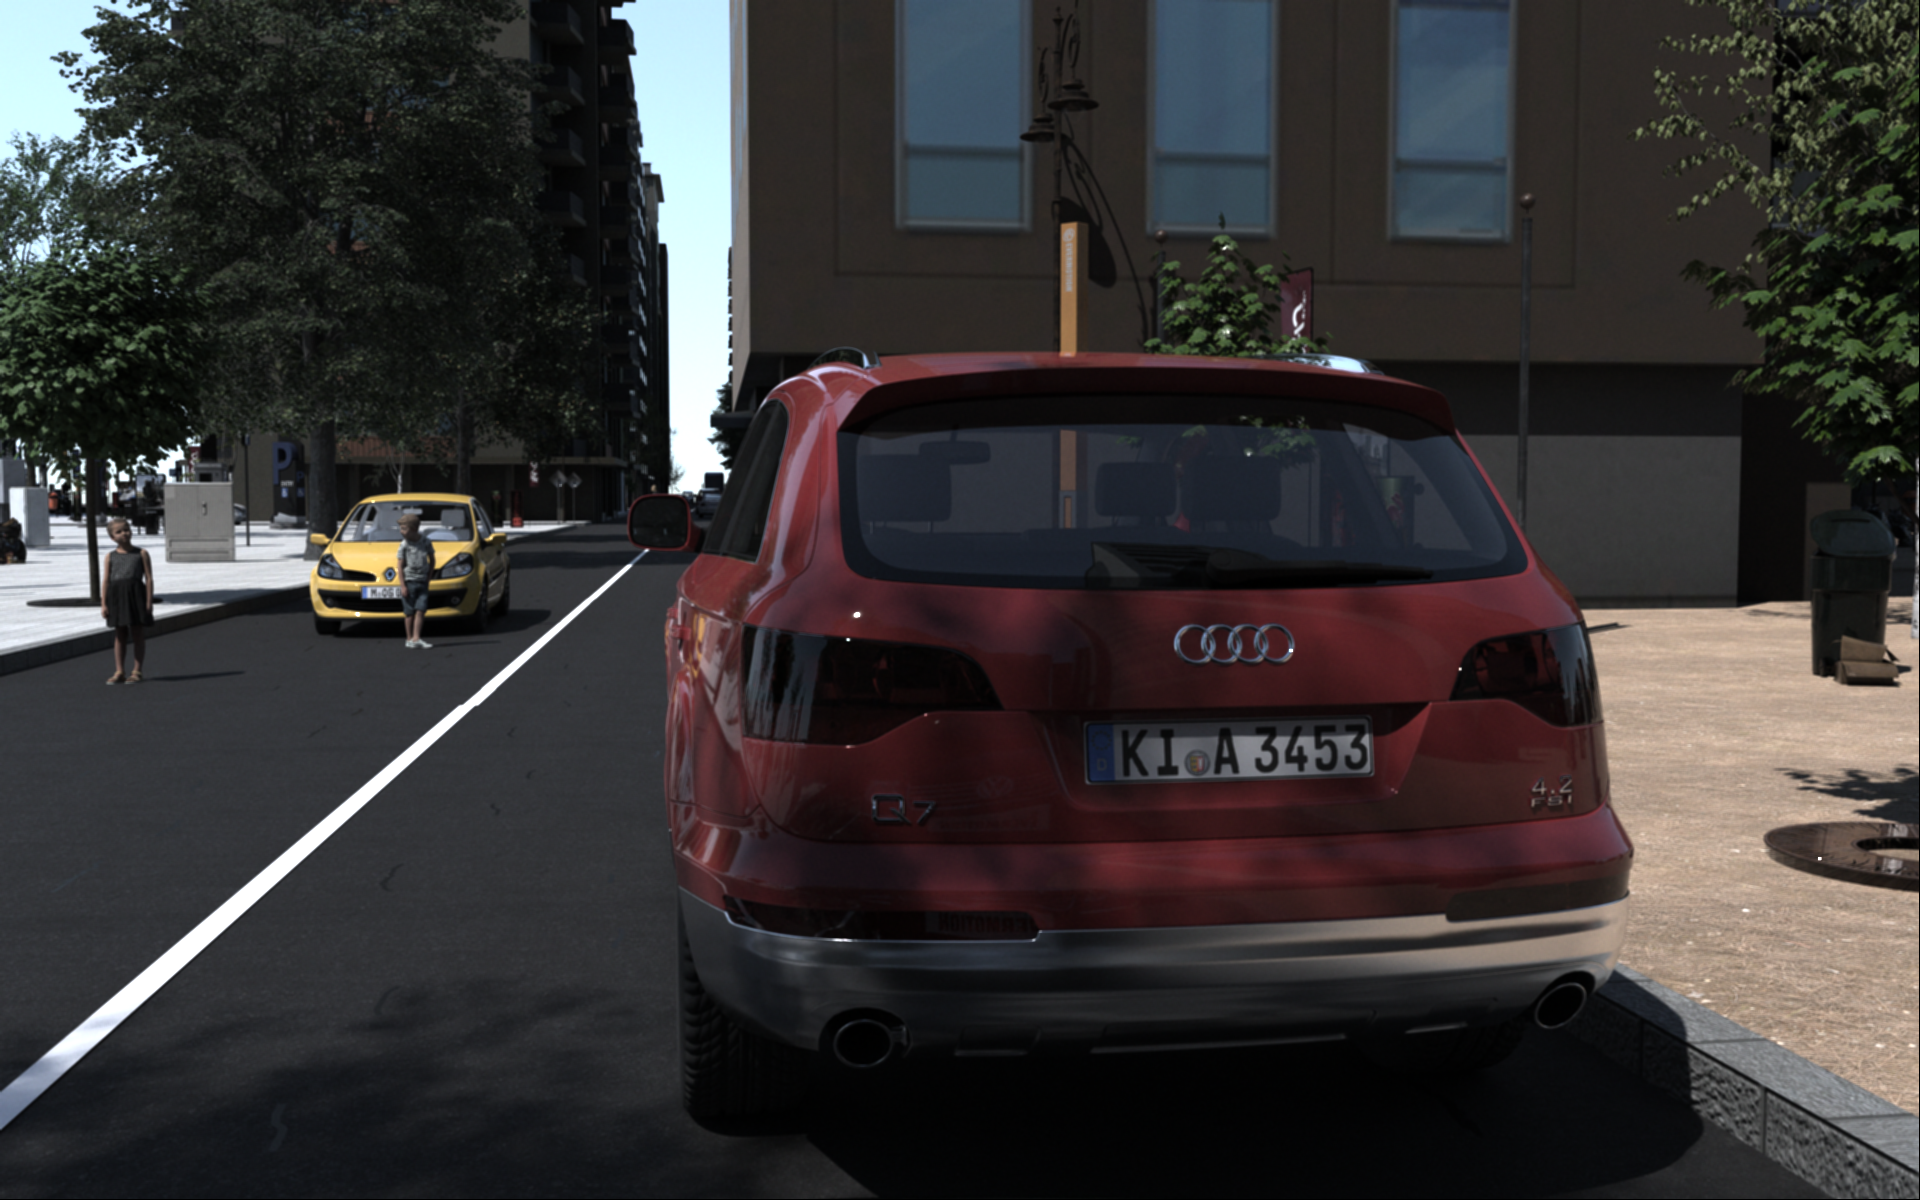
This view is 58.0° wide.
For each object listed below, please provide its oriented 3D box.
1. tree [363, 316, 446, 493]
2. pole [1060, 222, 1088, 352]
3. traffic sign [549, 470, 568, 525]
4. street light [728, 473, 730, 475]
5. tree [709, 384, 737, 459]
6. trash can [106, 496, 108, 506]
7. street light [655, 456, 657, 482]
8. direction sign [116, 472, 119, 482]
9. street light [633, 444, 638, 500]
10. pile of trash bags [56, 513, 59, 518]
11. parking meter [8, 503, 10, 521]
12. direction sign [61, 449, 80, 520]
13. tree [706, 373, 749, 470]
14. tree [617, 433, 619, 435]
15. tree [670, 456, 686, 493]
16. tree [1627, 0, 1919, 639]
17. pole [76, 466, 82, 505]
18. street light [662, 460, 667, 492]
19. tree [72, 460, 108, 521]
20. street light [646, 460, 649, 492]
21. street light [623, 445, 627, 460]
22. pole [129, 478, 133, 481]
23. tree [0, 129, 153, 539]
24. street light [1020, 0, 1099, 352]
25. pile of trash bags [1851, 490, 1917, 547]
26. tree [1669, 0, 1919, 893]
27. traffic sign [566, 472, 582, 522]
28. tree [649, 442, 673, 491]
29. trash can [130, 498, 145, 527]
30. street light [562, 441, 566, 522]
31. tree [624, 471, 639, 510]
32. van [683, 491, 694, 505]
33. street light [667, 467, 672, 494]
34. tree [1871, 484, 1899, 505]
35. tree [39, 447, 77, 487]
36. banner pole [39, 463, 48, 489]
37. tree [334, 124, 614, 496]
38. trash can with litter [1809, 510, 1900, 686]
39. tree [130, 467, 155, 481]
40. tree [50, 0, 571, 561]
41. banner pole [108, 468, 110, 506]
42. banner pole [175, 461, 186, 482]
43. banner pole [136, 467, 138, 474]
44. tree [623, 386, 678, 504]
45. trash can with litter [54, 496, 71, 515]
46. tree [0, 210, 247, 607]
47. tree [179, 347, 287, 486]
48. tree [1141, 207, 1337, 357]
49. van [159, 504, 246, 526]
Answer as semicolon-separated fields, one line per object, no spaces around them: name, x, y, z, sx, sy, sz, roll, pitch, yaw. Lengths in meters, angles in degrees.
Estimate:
tree;-21.894;-7.178;67.730;4.360;8.622;3.978;0;3;0
pole;0.865;-1.181;13.157;0.158;3.312;0.155;0;3;0
traffic sign;-16.489;-4.129;71.158;0.795;2.450;0.064;-1;4;-8
street light;-41.602;-20.742;311.910;0.468;5.910;1.993;-1;4;-8
tree;-19.401;-14.279;159.217;9.928;11.665;9.643;0;3;0
trash can;-62.417;-7.006;126.205;0.748;1.137;0.748;0;3;0
street light;-36.855;-14.497;209.814;0.468;5.910;1.993;-1;4;-8
direction sign;-68.570;-9.118;141.077;0.379;3.537;0.876;-1;4;-15
street light;-29.054;-11.141;154.940;0.468;5.910;1.993;-1;4;-8
pile of trash bags;-50.543;-5.188;94.582;3.447;1.369;1.912;1;4;23
parking meter;-43.514;-4.494;79.193;0.399;1.863;0.255;-2;4;-30
direction sign;-44.740;-5.819;87.133;0.876;3.537;0.379;-1;4;-14
tree;-16.043;-14.372;141.638;9.857;13.997;8.962;0;3;0
tree;-23.685;-9.832;111.123;4.737;8.622;4.395;0;3;0
tree;-51.656;-22.091;311.544;4.737;8.622;4.395;0;3;0
tree;8.318;-3.957;15.064;4.737;8.622;4.395;0;3;0
pole;-65.166;-8.199;127.896;0.158;3.312;0.155;0;3;0
street light;-40.801;-16.201;237.680;0.468;5.910;1.993;-1;4;-8
tree;-41.252;-5.358;82.198;1.663;3.219;1.824;0;3;0
street light;-32.871;-12.815;182.317;0.468;5.910;1.993;-1;4;-8
street light;-26.029;-9.864;134.068;0.468;5.910;1.993;-1;4;-8
pole;-51.627;-6.975;107.892;0.158;3.312;0.155;0;3;0
tree;-26.601;-7.568;49.498;9.928;11.665;9.643;0;3;0
street light;0.928;-2.677;16.556;0.468;5.910;1.993;-1;4;-8
pile of trash bags;22.396;-1.987;42.234;3.447;1.369;1.912;-2;4;-31
tree;3.331;-0.683;5.775;1.663;3.219;1.824;0;3;0
traffic sign;-17.626;-4.613;79.062;0.795;2.450;0.064;-1;4;-8
tree;-40.168;-17.078;229.591;4.360;8.622;3.978;0;3;0
trash can;-32.153;-3.440;67.899;0.748;1.137;0.748;0;3;0
street light;-18.167;-6.516;79.323;0.468;5.910;1.993;-1;4;-8
tree;-27.276;-9.079;143.048;1.663;3.219;1.824;0;3;0
van;-35.754;-13.488;227.542;2.013;2.044;4.112;-1;4;-8
street light;-44.865;-17.906;265.552;0.468;5.910;1.993;-1;4;-8
tree;27.034;-4.118;51.048;4.285;4.588;4.351;0;3;0
tree;-31.035;-6.639;58.907;4.737;8.622;4.395;0;3;0
banner pole;-53.226;-6.757;100.490;0.401;3.779;0.863;1;4;11
tree;-15.035;-8.289;52.533;9.611;12.733;9.660;0;3;0
trash can with litter;6.261;-0.035;11.968;0.624;1.170;1.055;1;4;13
tree;-48.201;-6.614;102.743;1.663;3.219;1.824;0;3;0
tree;-12.433;-7.743;33.247;9.857;13.997;8.962;0;3;0
banner pole;-65.317;-8.725;132.672;0.863;3.779;0.401;2;4;29
banner pole;-51.284;-7.592;114.151;0.863;3.779;0.401;-3;5;-44
banner pole;-64.747;-8.959;136.495;0.401;3.779;0.863;0;4;-7
tree;-28.408;-13.181;149.917;8.767;10.594;7.601;0;4;-1
trash can with litter;-55.056;-5.800;106.216;1.055;1.170;0.624;0;4;5
tree;-10.098;-2.236;20.268;4.285;4.588;4.351;0;3;0
tree;-25.394;-6.709;60.051;4.737;8.622;4.395;0;3;0
tree;1.672;-1.052;11.807;1.663;3.219;1.824;0;3;0
van;-32.369;-4.062;73.427;4.112;2.044;2.013;-1;4;-9
